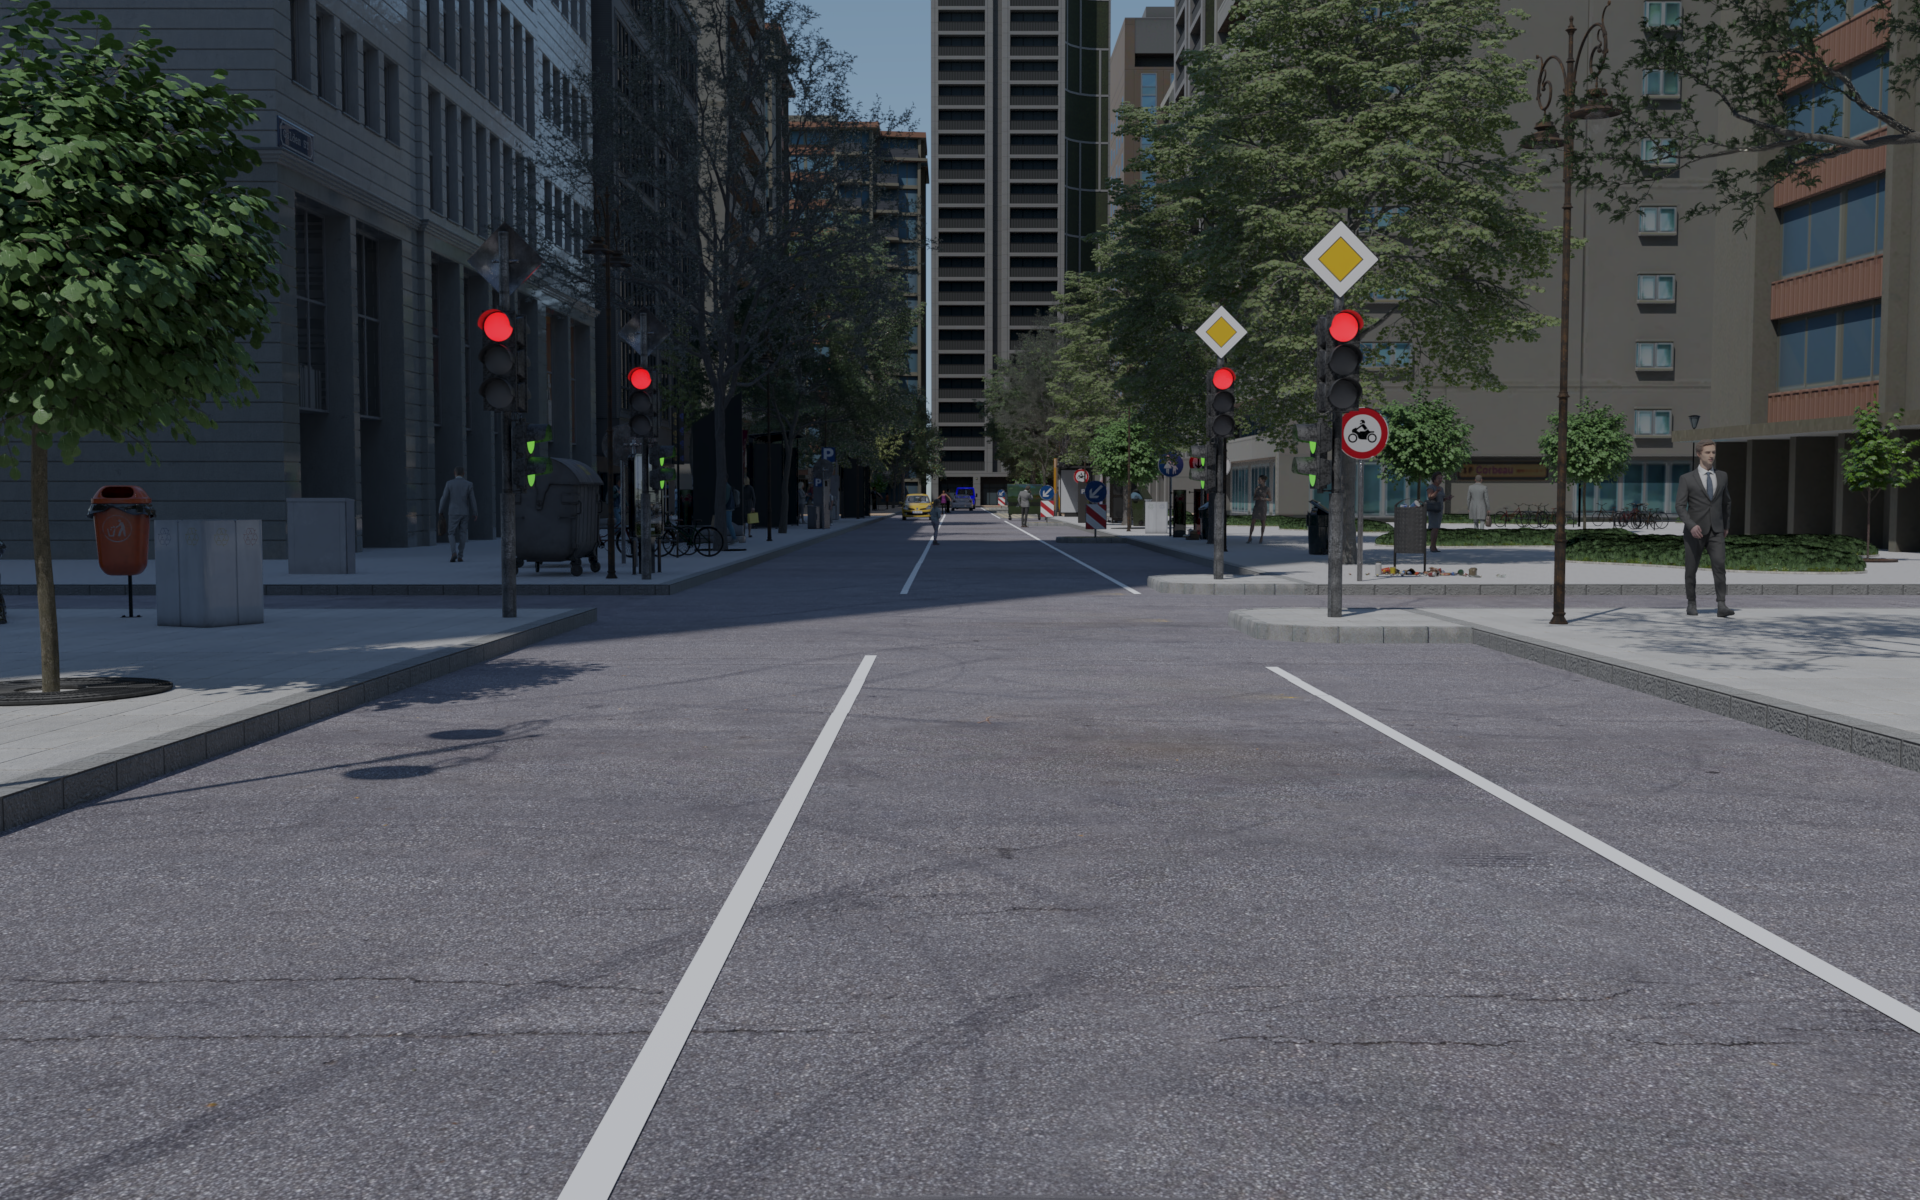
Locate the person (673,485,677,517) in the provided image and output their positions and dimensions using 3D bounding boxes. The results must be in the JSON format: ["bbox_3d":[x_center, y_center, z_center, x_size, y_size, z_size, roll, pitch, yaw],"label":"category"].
[{"bbox_3d":[-16.188,-5.652,98.721,0.793,1.790,0.793,2,4,25],"label":"person"}]

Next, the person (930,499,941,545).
[{"bbox_3d":[-0.672,-2.203,48.803,0.425,1.301,0.394,2,4,35],"label":"person"}]

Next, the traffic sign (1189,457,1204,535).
[{"bbox_3d":[6.889,-3.006,49.262,0.768,2.556,0.104,0,4,7],"label":"traffic sign"}]

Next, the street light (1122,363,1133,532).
[{"bbox_3d":[5.782,-5.284,59.189,0.468,5.910,1.993,0,4,0],"label":"street light"}]

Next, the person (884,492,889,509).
[{"bbox_3d":[-6.127,-8.290,144.837,0.557,1.426,1.065,1,4,16],"label":"person"}]

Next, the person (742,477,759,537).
[{"bbox_3d":[-6.413,-2.776,51.651,0.699,1.804,1.509,-1,4,-13],"label":"person"}]

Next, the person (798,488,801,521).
[{"bbox_3d":[-7.815,-4.701,83.575,0.731,1.740,0.598,1,4,22],"label":"person"}]

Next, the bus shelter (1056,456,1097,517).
[{"bbox_3d":[6.379,-6.143,94.363,2.014,3.302,5.546,0,4,0],"label":"bus shelter"}]

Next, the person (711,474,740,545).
[{"bbox_3d":[-5.864,-2.274,43.206,0.713,1.824,0.794,1,4,10],"label":"person"}]

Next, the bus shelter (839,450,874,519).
[{"bbox_3d":[-5.508,-6.275,93.873,1.731,3.624,6.357,0,3,0],"label":"bus shelter"}]

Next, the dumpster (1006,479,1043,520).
[{"bbox_3d":[3.516,-5.467,94.339,1.985,2.255,1.502,0,3,0],"label":"dumpster"}]

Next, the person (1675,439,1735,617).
[{"bbox_3d":[7.836,-0.752,18.115,0.659,1.850,0.755,0,4,1],"label":"person"}]

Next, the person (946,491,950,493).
[{"bbox_3d":[-1.120,-8.019,140.430,0.721,1.723,1.217,-1,4,-12],"label":"person"}]

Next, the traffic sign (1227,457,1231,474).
[{"bbox_3d":[8.102,-3.318,54.349,0.768,2.556,0.104,0,4,8],"label":"traffic sign"}]

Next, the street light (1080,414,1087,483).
[{"bbox_3d":[5.771,-6.555,79.957,0.468,5.910,1.993,0,4,0],"label":"street light"}]

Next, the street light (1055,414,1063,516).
[{"bbox_3d":[5.784,-7.825,100.732,0.468,5.910,1.993,0,4,0],"label":"street light"}]

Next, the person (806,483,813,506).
[{"bbox_3d":[-7.354,-4.870,85.644,0.573,1.828,0.580,0,4,-1],"label":"person"}]

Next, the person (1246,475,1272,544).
[{"bbox_3d":[7.752,-2.357,44.922,0.599,1.781,0.374,2,4,32],"label":"person"}]

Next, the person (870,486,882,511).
[{"bbox_3d":[-6.482,-7.690,131.405,1.348,1.869,0.705,-3,5,-44],"label":"person"}]

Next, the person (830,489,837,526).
[{"bbox_3d":[-5.290,-3.786,70.546,0.503,1.515,0.523,1,4,23],"label":"person"}]

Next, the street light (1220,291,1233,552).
[{"bbox_3d":[5.885,-4.014,38.420,0.468,5.910,1.993,0,4,0],"label":"street light"}]

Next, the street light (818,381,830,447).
[{"bbox_3d":[-5.273,-5.821,67.967,0.468,5.910,1.993,0,4,0],"label":"street light"}]

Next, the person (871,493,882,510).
[{"bbox_3d":[-6.611,-7.825,134.690,1.217,1.736,0.721,0,3,0],"label":"person"}]

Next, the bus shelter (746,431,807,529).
[{"bbox_3d":[-7.002,-4.614,66.720,1.731,3.624,6.357,0,3,0],"label":"bus shelter"}]

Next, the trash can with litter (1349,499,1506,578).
[{"bbox_3d":[7.384,-0.984,27.141,2.233,1.210,1.678,3,4,37],"label":"trash can with litter"}]

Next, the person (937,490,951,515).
[{"bbox_3d":[-1.150,-6.799,120.348,1.217,1.739,0.721,1,4,22],"label":"person"}]

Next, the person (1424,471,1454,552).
[{"bbox_3d":[10.509,-1.942,38.161,0.716,1.782,0.532,-3,5,-39],"label":"person"}]

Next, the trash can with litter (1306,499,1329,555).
[{"bbox_3d":[7.846,-1.541,36.581,1.055,1.170,0.624,2,4,24],"label":"trash can with litter"}]

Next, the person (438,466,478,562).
[{"bbox_3d":[-9.519,-1.630,32.815,0.709,1.813,0.853,-2,4,-25],"label":"person"}]

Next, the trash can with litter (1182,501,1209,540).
[{"bbox_3d":[6.801,-2.269,48.482,1.055,1.170,0.624,-1,4,-21],"label":"trash can with litter"}]

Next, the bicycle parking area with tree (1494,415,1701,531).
[{"bbox_3d":[25.586,-4.791,65.329,9.016,4.147,8.231,-1,4,-15],"label":"bicycle parking area with tree"}]

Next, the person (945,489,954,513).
[{"bbox_3d":[-0.861,-7.479,130.791,0.705,1.823,1.348,-2,4,-30],"label":"person"}]

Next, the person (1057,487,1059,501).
[{"bbox_3d":[6.759,-7.019,120.902,0.705,1.812,1.348,1,4,13],"label":"person"}]

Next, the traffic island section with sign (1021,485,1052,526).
[{"bbox_3d":[3.789,-4.261,78.296,1.989,1.847,2.006,0,4,0],"label":"traffic island section with sign"}]

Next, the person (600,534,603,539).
[{"bbox_3d":[-9.362,-2.301,43.507,0.795,1.843,0.661,0,4,-6],"label":"person"}]

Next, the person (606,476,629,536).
[{"bbox_3d":[-10.025,-2.758,51.125,0.713,1.824,0.794,3,5,44],"label":"person"}]

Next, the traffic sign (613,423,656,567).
[{"bbox_3d":[-5.724,-1.858,30.488,0.768,2.556,0.104,0,4,1],"label":"traffic sign"}]

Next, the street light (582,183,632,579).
[{"bbox_3d":[-5.294,-3.263,26.138,0.468,5.910,1.993,0,4,0],"label":"street light"}]

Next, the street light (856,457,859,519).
[{"bbox_3d":[-5.244,-7.092,88.736,0.468,5.910,1.993,0,4,0],"label":"street light"}]

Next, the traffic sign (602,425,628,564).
[{"bbox_3d":[-6.208,-1.944,31.897,0.768,2.556,0.104,0,4,0],"label":"traffic sign"}]

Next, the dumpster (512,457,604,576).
[{"bbox_3d":[-6.470,-1.334,27.564,1.264,1.857,1.865,0,3,0],"label":"dumpster"}]

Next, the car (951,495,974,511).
[{"bbox_3d":[0.165,-8.378,149.343,2.083,1.381,4.827,0,4,-1],"label":"car"}]

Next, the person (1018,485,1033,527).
[{"bbox_3d":[2.803,-4.017,74.357,0.592,1.802,0.473,3,5,41],"label":"person"}]

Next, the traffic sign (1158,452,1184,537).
[{"bbox_3d":[6.356,-3.190,52.268,0.768,2.556,0.104,0,4,6],"label":"traffic sign"}]

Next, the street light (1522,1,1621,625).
[{"bbox_3d":[5.909,-2.699,16.915,0.468,5.910,1.993,0,4,0],"label":"street light"}]

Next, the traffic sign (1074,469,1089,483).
[{"bbox_3d":[6.143,-5.363,87.797,0.768,2.556,0.104,0,4,3],"label":"traffic sign"}]

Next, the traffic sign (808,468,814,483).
[{"bbox_3d":[-5.575,-3.965,66.964,0.606,2.300,0.079,1,4,9],"label":"traffic sign"}]

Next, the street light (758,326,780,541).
[{"bbox_3d":[-5.196,-4.542,47.052,0.468,5.910,1.993,0,4,0],"label":"street light"}]

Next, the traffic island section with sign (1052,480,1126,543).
[{"bbox_3d":[3.858,-2.612,51.341,1.989,1.847,2.006,0,4,0],"label":"traffic island section with sign"}]

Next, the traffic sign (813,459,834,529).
[{"bbox_3d":[-4.949,-3.827,62.683,0.768,2.556,0.104,0,4,7],"label":"traffic sign"}]

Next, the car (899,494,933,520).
[{"bbox_3d":[-2.346,-5.221,95.587,2.015,1.641,3.980,0,4,-1],"label":"car"}]

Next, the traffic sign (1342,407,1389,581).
[{"bbox_3d":[5.881,-1.548,25.409,0.768,2.556,0.104,0,4,1],"label":"traffic sign"}]

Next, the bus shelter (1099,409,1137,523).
[{"bbox_3d":[7.417,-6.256,79.913,2.179,5.291,8.768,0,3,0],"label":"bus shelter"}]

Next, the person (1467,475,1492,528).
[{"bbox_3d":[14.551,-2.589,48.472,0.694,1.812,0.767,2,4,33],"label":"person"}]

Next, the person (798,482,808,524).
[{"bbox_3d":[-6.705,-4.140,73.910,0.526,1.800,0.537,0,4,7],"label":"person"}]

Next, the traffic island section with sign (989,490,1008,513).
[{"bbox_3d":[3.604,-9.006,155.874,1.989,1.847,2.006,0,4,0],"label":"traffic island section with sign"}]
